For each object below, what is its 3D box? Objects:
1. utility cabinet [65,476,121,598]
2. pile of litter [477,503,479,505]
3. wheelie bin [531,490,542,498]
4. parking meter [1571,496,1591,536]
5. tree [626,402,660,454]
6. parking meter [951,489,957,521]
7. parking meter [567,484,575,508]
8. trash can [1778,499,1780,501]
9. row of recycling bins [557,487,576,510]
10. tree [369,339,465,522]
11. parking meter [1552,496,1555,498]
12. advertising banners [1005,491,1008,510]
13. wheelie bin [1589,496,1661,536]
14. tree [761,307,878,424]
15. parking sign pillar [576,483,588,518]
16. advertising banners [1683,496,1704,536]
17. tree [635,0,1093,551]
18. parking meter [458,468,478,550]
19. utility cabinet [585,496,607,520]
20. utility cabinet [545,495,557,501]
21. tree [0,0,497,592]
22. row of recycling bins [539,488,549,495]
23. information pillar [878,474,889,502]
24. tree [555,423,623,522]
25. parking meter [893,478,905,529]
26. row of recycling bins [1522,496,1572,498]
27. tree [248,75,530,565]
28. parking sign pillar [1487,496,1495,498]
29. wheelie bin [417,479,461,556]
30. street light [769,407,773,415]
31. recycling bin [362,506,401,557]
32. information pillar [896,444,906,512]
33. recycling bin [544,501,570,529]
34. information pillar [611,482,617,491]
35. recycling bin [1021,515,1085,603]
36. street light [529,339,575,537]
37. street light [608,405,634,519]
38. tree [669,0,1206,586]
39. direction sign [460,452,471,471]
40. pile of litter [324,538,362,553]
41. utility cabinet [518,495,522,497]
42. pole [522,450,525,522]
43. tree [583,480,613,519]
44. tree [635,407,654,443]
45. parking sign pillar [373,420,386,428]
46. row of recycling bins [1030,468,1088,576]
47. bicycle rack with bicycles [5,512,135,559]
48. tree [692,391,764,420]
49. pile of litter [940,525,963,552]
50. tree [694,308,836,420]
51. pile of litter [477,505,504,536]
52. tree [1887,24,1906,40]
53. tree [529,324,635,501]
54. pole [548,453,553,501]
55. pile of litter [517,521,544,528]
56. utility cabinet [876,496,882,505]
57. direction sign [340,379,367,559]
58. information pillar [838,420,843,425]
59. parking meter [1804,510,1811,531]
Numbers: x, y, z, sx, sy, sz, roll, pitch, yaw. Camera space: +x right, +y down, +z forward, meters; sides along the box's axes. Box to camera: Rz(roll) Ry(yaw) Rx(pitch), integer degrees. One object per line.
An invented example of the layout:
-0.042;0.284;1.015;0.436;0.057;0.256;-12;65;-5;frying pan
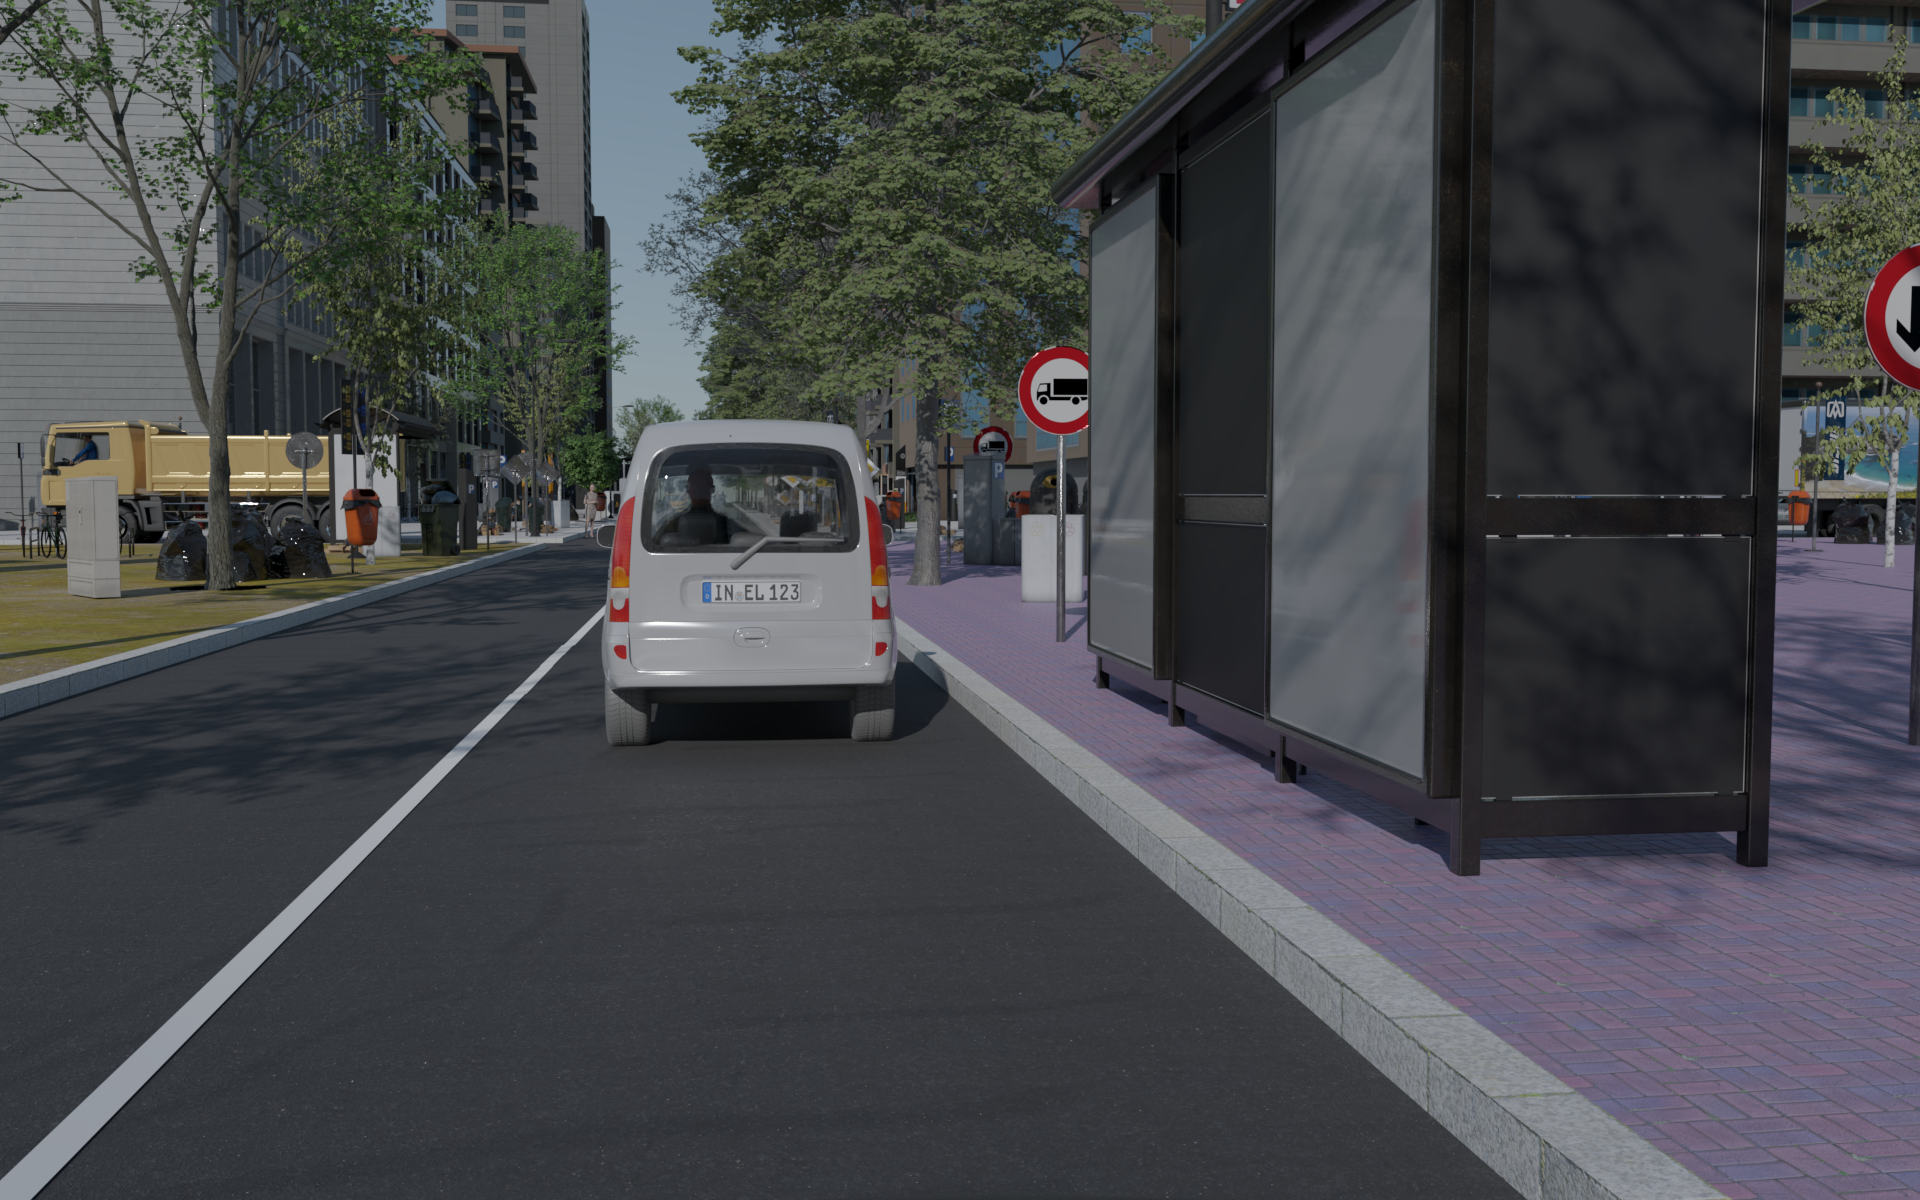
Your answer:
-10.794;-0.786;21.524;0.318;1.500;1.173;-3;5;-41;utility cabinet
-28.462;-5.431;102.769;1.176;0.858;1.719;0;4;-3;pile of litter
-27.792;-6.472;113.732;0.980;1.594;0.693;3;4;36;wheelie bin
9.836;-1.157;27.331;0.372;1.533;0.369;0;3;0;parking meter
-24.827;-11.465;137.807;4.360;8.622;3.978;0;3;0;tree
-0.303;-4.458;81.300;0.372;1.533;0.369;0;3;0;parking meter
-23.346;-6.007;103.922;0.255;1.863;0.399;2;4;28;parking meter
22.298;-2.223;47.999;0.748;1.137;0.748;0;3;0;trash can
-24.105;-6.136;107.439;1.069;1.692;3.534;-2;4;-30;row of recycling bins
-24.813;-7.840;78.549;4.360;8.622;3.978;0;3;0;tree
26.605;-4.211;77.257;0.372;1.533;0.369;0;3;0;parking meter
1.480;-4.295;66.418;0.090;3.025;2.074;1;4;21;advertising banners
8.235;-0.833;21.536;0.693;1.594;0.980;-2;4;-25;wheelie bin
-5.034;-6.713;60.125;4.360;8.622;3.978;0;3;0;tree
-19.717;-6.324;91.868;1.447;3.967;1.447;1;4;19;parking sign pillar
16.035;-2.536;37.644;0.090;3.025;2.074;3;4;38;advertising banners
-2.124;-7.872;39.085;12.009;13.543;11.850;0;3;0;tree
-11.297;-2.083;39.771;0.255;1.863;0.399;2;4;29;parking meter
-18.038;-4.568;85.850;1.020;1.237;0.306;0;4;1;utility cabinet
-26.510;-6.196;112.473;0.306;1.237;1.020;2;4;35;utility cabinet
-9.991;-5.932;22.750;9.928;11.665;9.643;0;3;0;tree
-28.700;-6.892;119.794;1.069;1.692;3.534;-1;4;-10;row of recycling bins
-2.856;-3.670;64.490;0.304;2.012;0.304;-2;4;-25;information pillar
-16.973;-5.864;79.592;4.285;4.588;4.351;0;3;0;tree
-2.222;-3.524;63.337;0.255;1.863;0.399;3;5;41;parking meter
27.078;-4.426;79.482;3.534;1.692;1.069;-2;4;-26;row of recycling bins
-10.514;-4.955;31.371;4.737;8.622;4.395;0;3;0;tree
36.090;-7.946;118.384;1.447;3.967;1.447;-1;4;-8;parking sign pillar
-10.793;-1.712;35.907;0.980;1.594;0.693;2;4;28;wheelie bin
-10.201;-7.150;89.441;1.470;5.913;1.316;0;4;-8;street light
-11.900;-1.409;35.596;0.722;1.027;0.722;-1;4;-22;recycling bin
-2.773;-5.510;81.441;0.504;3.616;0.183;-1;4;-22;information pillar
-15.062;-3.189;64.700;0.722;1.027;0.722;1;4;18;recycling bin
-21.046;-6.157;105.166;0.304;2.012;0.304;1;4;15;information pillar
1.122;-0.504;20.795;0.722;1.027;0.722;0;4;6;recycling bin
-12.239;-4.859;51.991;1.470;5.913;1.316;0;4;-8;street light
-17.672;-7.197;90.219;1.470;5.913;1.316;0;4;-8;street light
-0.385;-6.503;24.451;7.486;12.596;7.792;0;3;0;tree
-26.819;-6.240;94.025;0.379;3.537;0.876;1;4;19;direction sign
-13.234;-1.457;37.784;1.176;0.858;1.719;-3;5;-41;pile of litter
-29.943;-6.568;118.548;0.306;1.237;1.020;0;4;6;utility cabinet
-20.238;-5.294;80.403;0.158;3.312;0.155;0;3;0;pole
-18.407;-5.690;87.635;1.663;3.219;1.824;0;3;0;tree
-27.244;-11.921;145.268;4.737;8.622;4.395;0;3;0;tree
-18.643;-4.042;54.554;1.447;3.967;1.447;0;4;4;parking sign pillar
2.655;-1.221;27.071;3.534;1.692;1.069;2;4;33;row of recycling bins
-17.919;-1.327;35.086;2.852;0.926;2.925;-1;4;-22;bicycle rack with bicycles
-34.799;-25.124;266.667;12.611;20.169;13.585;0;3;0;tree
0.311;-1.519;38.805;1.719;0.858;1.176;-3;4;-37;pile of litter
-12.216;-12.373;108.955;9.857;13.997;8.962;0;3;0;tree
-14.825;-2.438;53.825;1.176;0.858;1.719;-2;4;-28;pile of litter
12.416;-4.340;21.318;4.737;8.622;4.395;0;3;0;tree
-17.024;-7.484;72.732;4.737;8.622;4.395;0;3;0;tree
-20.439;-5.667;86.506;0.158;3.312;0.155;0;3;0;pole
-16.426;-3.249;67.083;1.719;0.858;1.176;-3;5;-40;pile of litter
-3.268;-3.077;61.476;1.020;1.237;0.306;0;4;1;utility cabinet
-12.060;-2.601;34.519;0.379;3.537;0.876;1;4;13;direction sign
-3.582;-3.792;53.357;0.504;3.616;0.183;0;4;1;information pillar
29.231;-3.126;59.516;0.372;1.533;0.369;0;3;0;parking meter
